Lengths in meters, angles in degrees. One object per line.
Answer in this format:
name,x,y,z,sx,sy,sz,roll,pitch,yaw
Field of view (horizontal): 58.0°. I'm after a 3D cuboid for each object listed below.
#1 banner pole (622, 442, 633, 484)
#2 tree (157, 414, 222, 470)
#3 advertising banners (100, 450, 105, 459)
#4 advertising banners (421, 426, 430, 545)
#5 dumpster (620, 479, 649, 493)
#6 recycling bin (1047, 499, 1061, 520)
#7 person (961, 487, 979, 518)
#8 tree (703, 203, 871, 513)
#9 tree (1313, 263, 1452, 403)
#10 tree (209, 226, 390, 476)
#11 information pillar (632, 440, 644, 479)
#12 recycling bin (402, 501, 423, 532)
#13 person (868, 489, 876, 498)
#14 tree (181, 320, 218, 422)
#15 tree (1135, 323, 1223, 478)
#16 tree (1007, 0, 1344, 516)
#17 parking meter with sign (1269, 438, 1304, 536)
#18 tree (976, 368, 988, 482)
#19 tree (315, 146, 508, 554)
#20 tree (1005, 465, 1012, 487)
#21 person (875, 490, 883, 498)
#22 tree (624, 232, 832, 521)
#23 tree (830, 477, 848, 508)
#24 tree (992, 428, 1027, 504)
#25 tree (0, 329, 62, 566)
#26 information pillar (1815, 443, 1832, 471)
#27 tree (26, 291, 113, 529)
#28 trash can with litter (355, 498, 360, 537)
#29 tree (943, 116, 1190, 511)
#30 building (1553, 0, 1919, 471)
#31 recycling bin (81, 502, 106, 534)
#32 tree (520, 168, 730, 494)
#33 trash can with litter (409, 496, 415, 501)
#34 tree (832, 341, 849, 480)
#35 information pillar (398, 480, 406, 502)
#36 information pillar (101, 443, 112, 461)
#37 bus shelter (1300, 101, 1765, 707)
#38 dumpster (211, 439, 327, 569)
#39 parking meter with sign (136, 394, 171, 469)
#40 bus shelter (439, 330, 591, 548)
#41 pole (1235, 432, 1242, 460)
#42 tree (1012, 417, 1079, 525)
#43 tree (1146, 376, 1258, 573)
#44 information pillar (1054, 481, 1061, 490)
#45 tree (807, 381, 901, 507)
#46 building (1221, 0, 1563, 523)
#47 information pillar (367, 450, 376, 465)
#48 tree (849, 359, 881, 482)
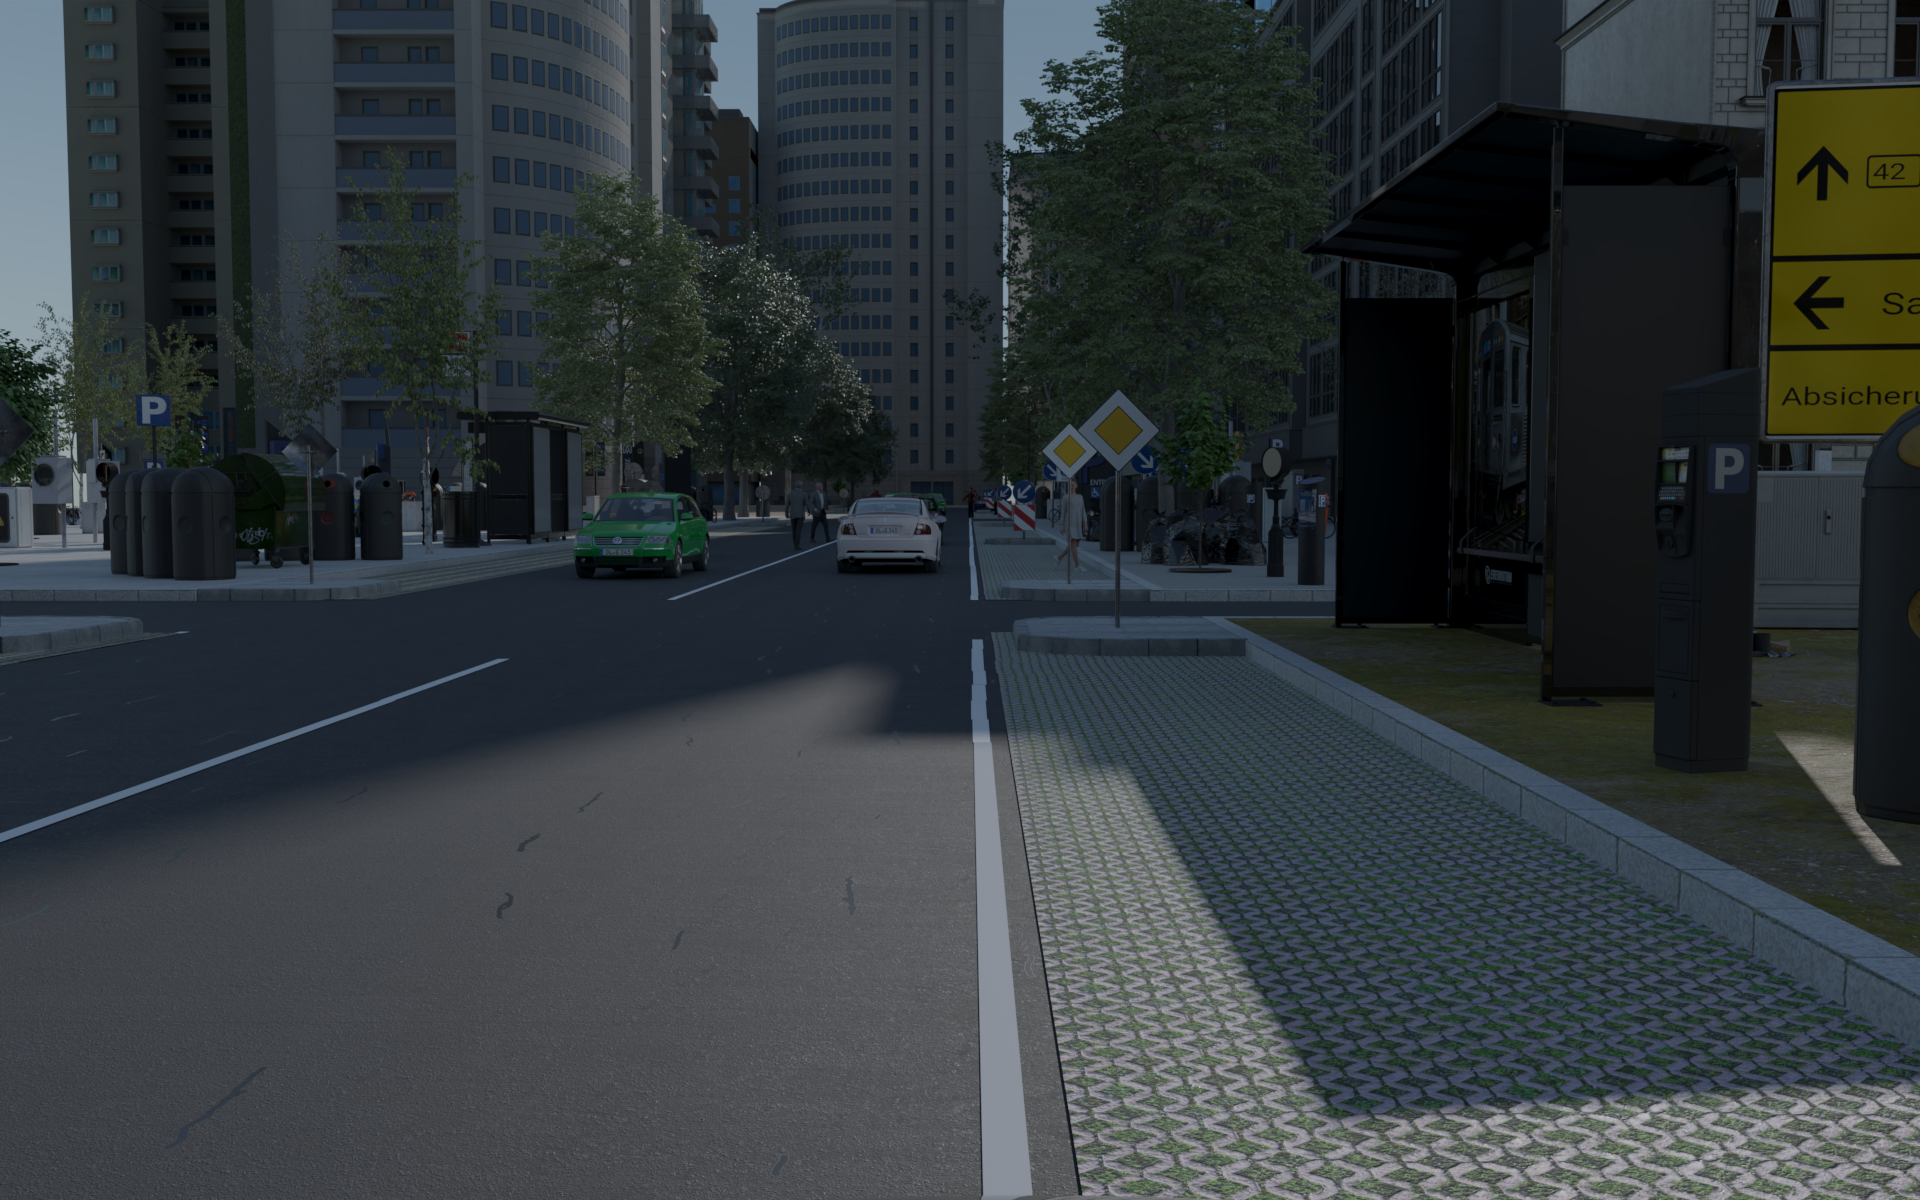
banner pole,-14.196,-5.086,73.171,0.863,3.779,0.401,-1,4,-9
tree,-18.599,-2.896,41.944,1.663,3.219,1.824,0,3,0
advertising banners,-33.596,-4.425,68.539,2.074,3.025,0.090,3,5,43
advertising banners,-13.600,-2.932,44.118,0.090,3.025,2.074,-1,4,-12
dumpster,-12.474,-3.770,67.392,1.264,1.857,1.865,0,4,0
recycling bin,4.829,-4.551,86.955,0.722,1.027,0.722,2,4,26
person,0.620,-5.712,101.853,1.348,1.831,0.705,3,4,39
tree,-12.918,-15.884,115.593,12.611,20.169,13.585,0,3,0
tree,11.609,-5.831,45.697,4.360,8.622,3.978,0,3,0
tree,-17.626,-5.905,46.904,4.360,8.622,3.978,0,3,0
information pillar,-13.430,-4.958,72.426,0.504,3.616,0.183,0,4,-6
recycling bin,-18.695,-2.851,59.166,0.722,1.027,0.722,1,4,16
person,-6.403,-7.401,129.450,1.348,1.831,0.705,2,4,25
tree,-33.315,-7.468,72.465,4.737,8.622,4.395,0,3,0
tree,9.371,-7.498,72.954,4.360,8.622,3.978,0,3,0
tree,4.764,-7.224,36.239,7.486,12.596,7.792,0,3,0
parking meter with sign,10.247,-3.498,53.454,0.543,3.016,1.738,-2,4,-25
tree,4.760,-11.657,108.723,7.486,12.596,7.792,0,3,0
tree,-11.413,-5.289,36.842,4.737,8.622,4.395,0,3,0
tree,5.387,-9.796,143.884,4.285,4.588,4.351,0,3,0
person,-4.717,-5.565,100.965,0.415,1.643,0.593,3,4,36
tree,-11.293,-10.816,83.504,9.857,13.997,8.962,0,3,0
tree,-11.201,-10.211,161.543,1.663,3.219,1.824,0,3,0
tree,5.193,-13.270,167.331,4.360,8.622,3.978,0,3,0
tree,-17.642,-2.891,30.988,4.285,4.588,4.351,0,3,0
information pillar,16.484,-2.552,33.088,0.504,3.616,0.183,-3,4,-37
tree,-32.241,-6.929,63.644,4.737,8.622,4.395,0,3,0
trash can with litter,-17.789,-2.424,51.024,0.624,1.170,1.055,1,4,20
tree,5.552,-14.040,85.439,12.611,20.169,13.585,0,3,0
building,24.478,-10.744,40.288,19.286,19.102,10.561,0,4,0
recycling bin,-28.184,-2.686,56.469,0.722,1.027,0.722,-1,4,-17
tree,-11.789,-8.740,61.033,7.486,12.596,7.792,0,3,0
trash can with litter,-22.174,-3.601,69.931,1.678,1.210,2.233,-2,4,-26
tree,-12.057,-11.555,95.574,9.857,13.997,8.962,0,3,0
information pillar,-30.075,-5.438,93.411,0.304,2.012,0.304,0,4,6
information pillar,-39.544,-5.441,80.310,0.183,3.616,0.504,2,4,32
bus shelter,4.084,-1.360,13.513,1.731,3.624,6.357,0,4,0
dumpster,-12.244,-1.712,30.483,1.502,2.255,1.985,0,4,0
parking meter with sign,-14.484,-2.137,31.194,0.543,3.016,1.738,-2,4,-24
bus shelter,-11.677,-4.136,45.252,2.179,5.291,8.768,0,4,0
pole,9.076,-3.835,56.540,0.158,3.312,0.155,0,3,0
tree,4.940,-5.418,72.302,4.285,4.588,4.351,0,3,0
tree,3.832,-2.072,28.483,1.663,3.219,1.824,0,3,0
information pillar,5.393,-5.549,95.214,0.304,2.012,0.304,-3,5,-40
tree,-10.648,-15.633,172.601,9.611,12.733,9.660,0,3,0
building,21.757,-17.943,86.871,14.314,27.812,24.014,0,4,0
information pillar,-31.029,-6.121,91.425,0.504,3.616,0.183,1,4,17
tree,-10.826,-14.190,138.666,9.857,13.997,8.962,0,3,0
